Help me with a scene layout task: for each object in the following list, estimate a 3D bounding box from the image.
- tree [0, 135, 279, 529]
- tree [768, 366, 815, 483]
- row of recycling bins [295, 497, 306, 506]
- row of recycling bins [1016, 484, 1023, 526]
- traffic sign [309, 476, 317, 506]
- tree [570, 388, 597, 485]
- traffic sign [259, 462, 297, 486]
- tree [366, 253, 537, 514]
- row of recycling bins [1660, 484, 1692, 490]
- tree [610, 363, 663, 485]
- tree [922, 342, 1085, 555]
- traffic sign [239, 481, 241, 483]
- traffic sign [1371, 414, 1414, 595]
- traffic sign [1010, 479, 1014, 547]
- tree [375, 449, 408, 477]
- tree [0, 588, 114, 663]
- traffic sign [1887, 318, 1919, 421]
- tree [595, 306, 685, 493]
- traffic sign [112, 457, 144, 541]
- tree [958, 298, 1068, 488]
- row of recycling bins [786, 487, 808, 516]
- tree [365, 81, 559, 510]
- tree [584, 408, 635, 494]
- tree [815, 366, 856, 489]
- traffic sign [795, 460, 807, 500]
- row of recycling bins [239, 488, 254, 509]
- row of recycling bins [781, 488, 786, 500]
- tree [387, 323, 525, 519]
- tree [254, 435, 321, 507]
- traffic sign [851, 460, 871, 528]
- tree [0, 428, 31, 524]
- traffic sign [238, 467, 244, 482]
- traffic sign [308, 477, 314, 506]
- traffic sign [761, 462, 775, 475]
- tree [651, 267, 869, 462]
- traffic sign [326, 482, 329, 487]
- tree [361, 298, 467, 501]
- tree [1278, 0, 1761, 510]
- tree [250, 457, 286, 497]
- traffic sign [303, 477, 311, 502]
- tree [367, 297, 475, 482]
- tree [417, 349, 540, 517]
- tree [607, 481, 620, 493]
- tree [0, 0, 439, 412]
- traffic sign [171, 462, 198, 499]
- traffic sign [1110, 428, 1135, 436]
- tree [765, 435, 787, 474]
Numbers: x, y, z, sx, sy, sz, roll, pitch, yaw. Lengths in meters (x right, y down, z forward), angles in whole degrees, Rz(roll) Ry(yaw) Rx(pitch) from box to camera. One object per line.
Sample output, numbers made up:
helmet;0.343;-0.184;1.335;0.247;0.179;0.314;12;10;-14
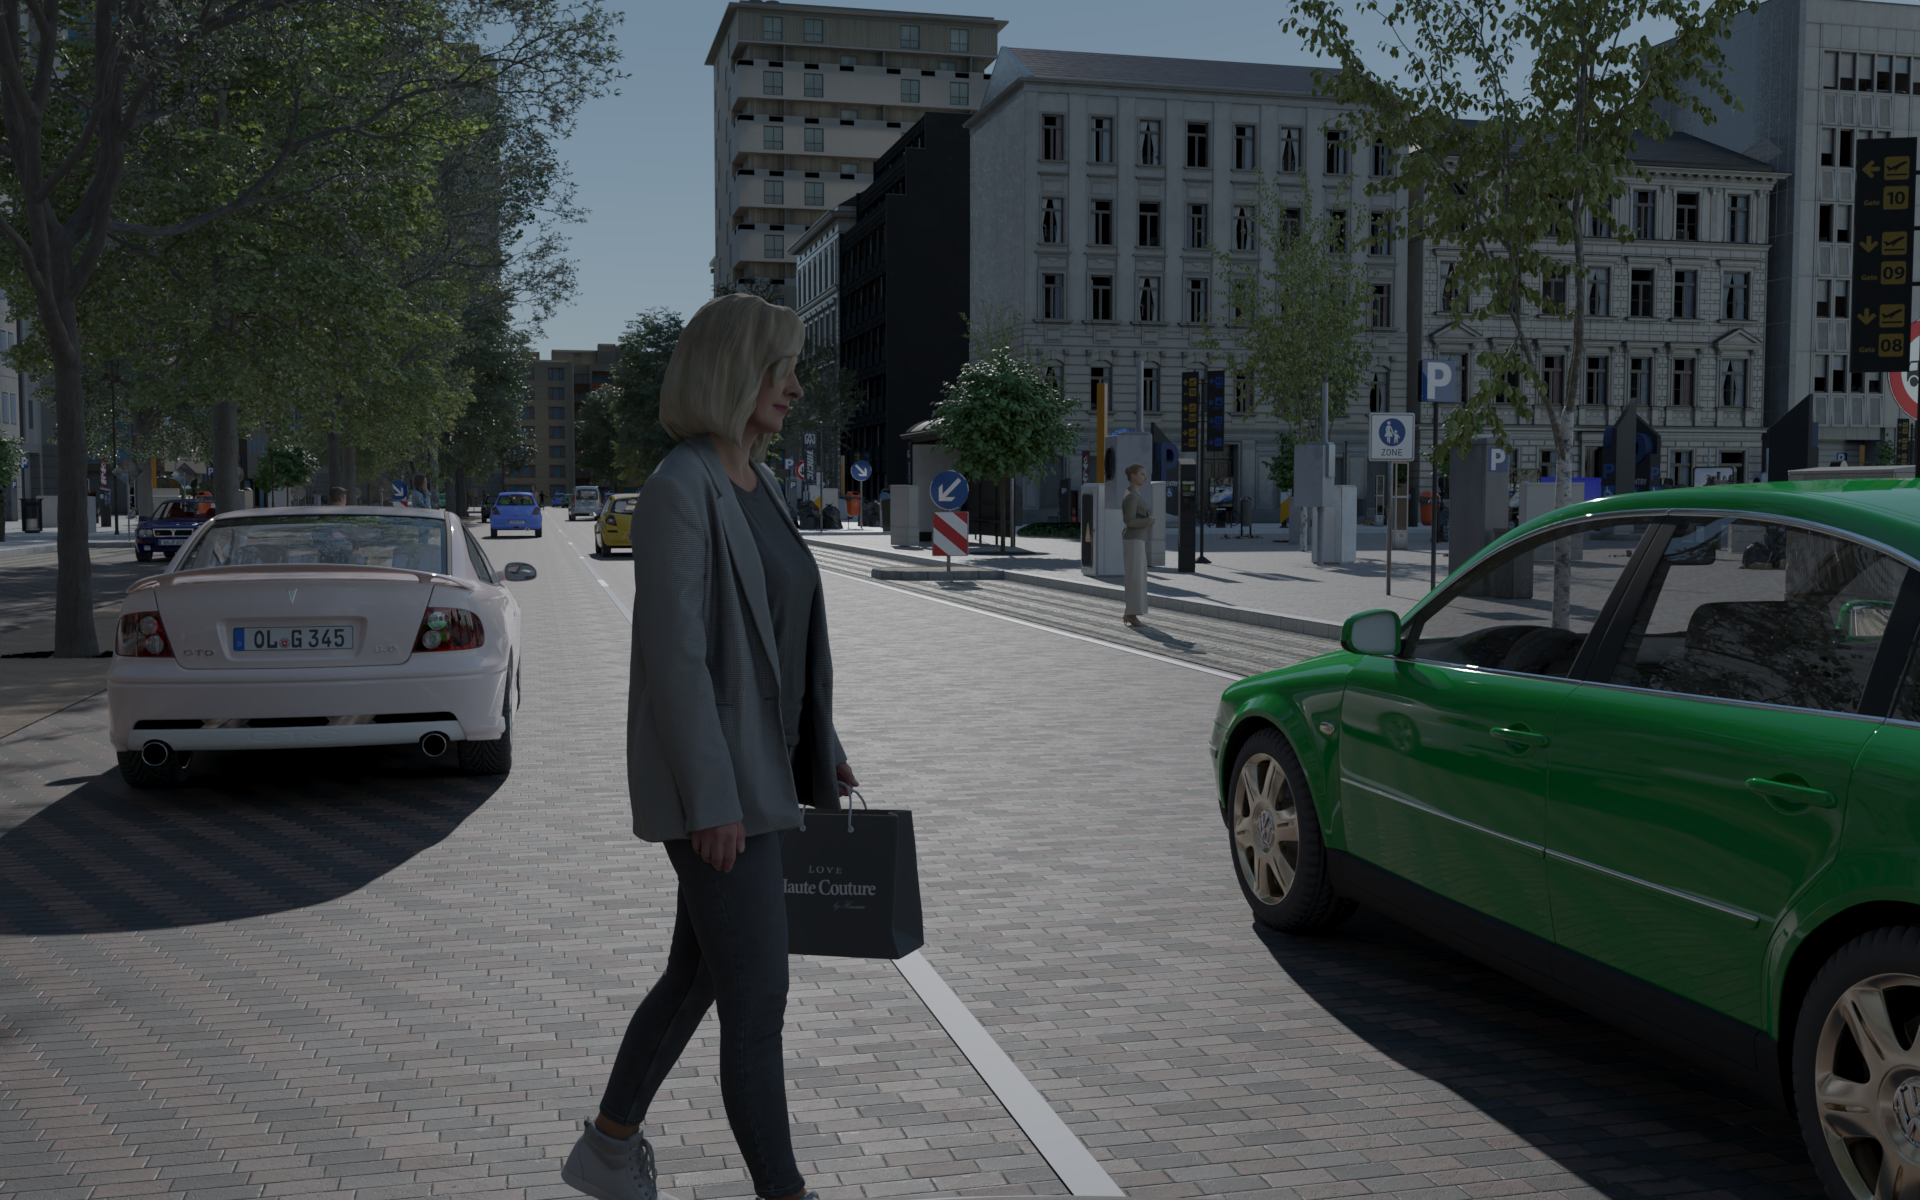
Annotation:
tree;-29.210;-9.504;62.054;9.857;13.997;8.962;0;3;0
tree;-9.336;-7.789;77.717;4.360;8.622;3.978;0;3;0
row of recycling bins;-46.879;-7.043;122.266;1.069;1.692;3.534;-1;4;-15
row of recycling bins;1.177;-3.879;70.536;3.534;1.692;1.069;3;5;45
traffic sign;-44.600;-7.274;119.030;0.768;2.556;0.104;-1;4;-9
tree;-39.934;-17.849;198.488;9.857;13.997;8.962;0;3;0
traffic sign;-40.999;-6.754;104.298;2.265;3.308;0.079;-1;4;-11
tree;-26.279;-10.990;88.802;9.857;13.997;8.962;0;3;0
row of recycling bins;29.037;-3.891;70.731;1.069;1.692;3.534;-1;4;-23
tree;-26.534;-14.132;149.184;7.486;12.596;7.792;0;3;0
tree;0.853;-3.269;37.157;4.285;4.588;4.351;0;3;0
traffic sign;-37.984;-5.540;90.685;0.768;2.556;0.104;-1;4;-13
traffic sign;5.429;-1.208;21.879;0.606;2.300;0.079;-1;4;-11
traffic sign;1.253;-2.543;41.684;0.768;2.556;0.104;-1;4;-10
tree;-59.857;-15.363;185.591;8.767;10.594;7.601;2;4;26
tree;-7.672;-6.226;14.627;12.009;13.543;11.850;0;3;0
traffic sign;6.952;-0.757;12.490;0.768;2.556;0.104;-1;4;-13
tree;-19.430;-12.866;117.010;9.857;13.997;8.962;0;3;0
traffic sign;-22.603;-2.656;47.071;0.795;2.450;0.064;-1;4;-14
tree;1.741;-7.021;65.155;4.737;8.622;4.395;0;3;0
row of recycling bins;-8.937;-5.940;104.225;1.069;1.692;3.534;2;4;27
tree;-24.634;-13.351;76.641;12.611;20.169;13.585;0;3;0
tree;-33.526;-14.544;172.199;8.767;10.594;7.601;1;4;22
tree;-7.470;-8.866;95.322;4.360;8.622;3.978;0;3;0
traffic sign;-5.801;-3.978;65.145;0.768;2.556;0.104;0;4;-6
row of recycling bins;-48.510;-6.561;114.383;3.534;1.692;1.069;-1;4;-12
row of recycling bins;-12.630;-7.009;121.702;1.069;1.692;3.534;1;4;9
tree;-28.686;-10.448;99.030;9.928;11.665;9.643;0;3;0
tree;-36.429;-6.732;93.780;4.285;4.588;4.351;0;3;0
traffic sign;-3.746;-4.009;65.659;0.768;2.556;0.104;0;4;-6
tree;-41.627;-5.531;74.139;4.285;4.588;4.351;0;3;0
traffic sign;-33.093;-4.831;79.098;0.768;2.556;0.104;0;4;-6
traffic sign;-43.848;-7.121;116.534;0.768;2.556;0.104;0;4;-5
traffic sign;-5.859;-2.908;51.186;0.795;2.450;0.064;-1;4;-14
tree;-7.934;-8.342;70.801;8.767;10.594;7.601;-1;4;-16
traffic sign;-44.674;-7.540;123.290;0.884;2.594;0.081;-1;4;-9
tree;-18.587;-6.422;57.825;4.737;8.622;4.395;0;3;0
tree;5.183;-3.977;15.392;4.737;8.622;4.395;0;3;0
tree;-35.975;-5.848;90.218;1.663;3.219;1.824;0;3;0
traffic sign;-42.445;-6.861;112.285;0.768;2.556;0.104;-1;4;-8
tree;-19.523;-6.701;62.374;4.360;8.622;3.978;0;3;0
tree;-31.263;-11.562;108.509;9.611;12.733;9.660;0;3;0
tree;-41.286;-12.977;206.768;1.663;3.219;1.824;0;3;0
tree;-10.386;-6.332;24.111;7.486;12.596;7.792;0;3;0
traffic sign;-24.524;-3.130;54.823;0.795;2.450;0.064;-1;4;-14
traffic sign;3.170;-2.045;33.542;0.768;2.556;0.104;-1;4;-10
tree;-14.876;-10.842;127.632;4.737;8.622;4.395;0;3;0
